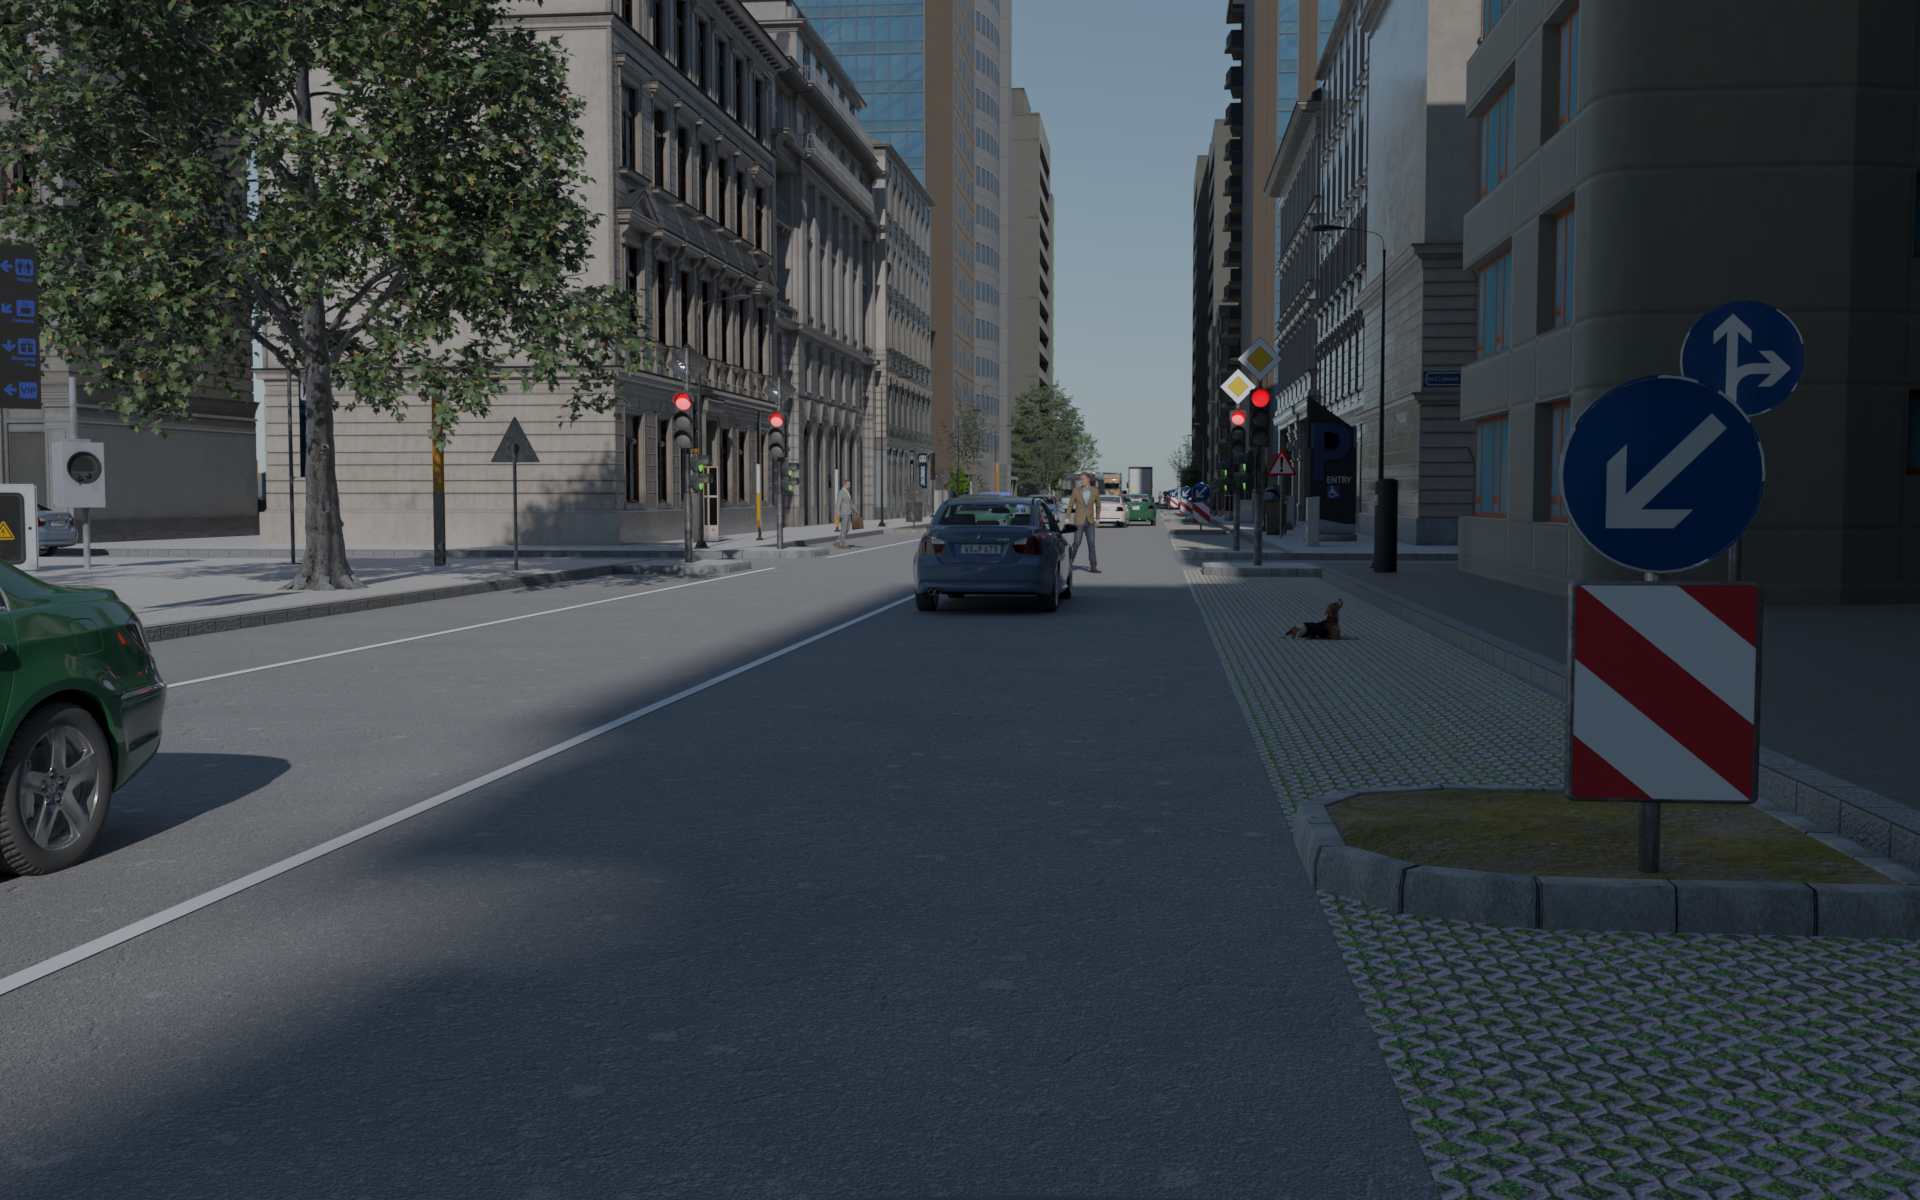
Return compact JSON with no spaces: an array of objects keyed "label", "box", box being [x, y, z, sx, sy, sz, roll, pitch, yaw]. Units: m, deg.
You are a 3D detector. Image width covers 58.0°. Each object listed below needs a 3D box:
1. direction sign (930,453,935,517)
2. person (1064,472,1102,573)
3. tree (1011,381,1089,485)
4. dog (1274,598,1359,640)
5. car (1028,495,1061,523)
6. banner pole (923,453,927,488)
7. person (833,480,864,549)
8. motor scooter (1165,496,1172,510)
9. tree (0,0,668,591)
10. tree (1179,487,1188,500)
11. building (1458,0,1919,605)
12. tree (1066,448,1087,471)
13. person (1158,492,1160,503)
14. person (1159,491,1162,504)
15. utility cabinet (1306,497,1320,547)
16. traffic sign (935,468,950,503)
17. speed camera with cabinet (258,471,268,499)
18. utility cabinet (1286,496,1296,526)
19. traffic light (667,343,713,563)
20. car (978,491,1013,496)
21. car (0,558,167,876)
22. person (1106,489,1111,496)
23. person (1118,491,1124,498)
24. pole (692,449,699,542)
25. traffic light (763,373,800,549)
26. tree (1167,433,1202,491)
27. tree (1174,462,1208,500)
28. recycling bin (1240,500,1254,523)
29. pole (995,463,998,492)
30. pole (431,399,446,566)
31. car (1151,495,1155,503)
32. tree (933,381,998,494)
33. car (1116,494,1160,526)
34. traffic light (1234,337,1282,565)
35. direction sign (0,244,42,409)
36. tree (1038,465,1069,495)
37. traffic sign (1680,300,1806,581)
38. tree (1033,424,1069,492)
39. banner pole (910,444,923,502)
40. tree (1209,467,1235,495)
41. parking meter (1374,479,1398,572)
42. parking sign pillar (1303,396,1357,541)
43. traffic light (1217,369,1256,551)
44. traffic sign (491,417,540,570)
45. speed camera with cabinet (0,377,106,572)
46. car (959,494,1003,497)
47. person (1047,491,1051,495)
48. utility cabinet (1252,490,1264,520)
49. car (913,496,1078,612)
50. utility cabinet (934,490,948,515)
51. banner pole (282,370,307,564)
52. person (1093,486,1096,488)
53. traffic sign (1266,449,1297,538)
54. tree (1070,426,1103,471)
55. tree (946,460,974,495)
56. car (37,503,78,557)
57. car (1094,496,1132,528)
[{"label":"direction sign","box":[-1.496,-6.315,95.249,0.379,3.537,0.876,-1,4,-17]},{"label":"person","box":[2.226,-1.416,31.558,0.656,1.842,0.836,-3,5,-40]},{"label":"tree","box":[9.422,-17.458,192.095,9.857,13.997,8.962,0,3,0]},{"label":"dog","box":[3.507,0.192,17.059,0.550,0.427,0.748,-3,5,-40]},{"label":"car","box":[3.958,-4.453,84.812,2.014,1.417,4.499,0,4,8]},{"label":"banner pole","box":[-2.146,-6.303,93.079,0.863,3.779,0.401,-1,4,-19]},{"label":"person","box":[-2.984,-2.248,45.378,0.853,1.813,0.709,1,4,19]},{"label":"motor scooter","box":[17.967,-8.327,148.930,0.815,1.314,1.986,1,4,8]},{"label":"tree","box":[-8.724,-6.487,23.078,9.611,12.733,9.660,0,3,0]},{"label":"tree","box":[32.983,-15.725,251.699,1.663,3.219,1.824,0,3,0]},{"label":"building","box":[20.525,-10.251,12.649,27.650,21.520,28.899,0,4,6]},{"label":"tree","box":[14.803,-17.171,231.110,4.737,8.622,4.395,0,3,0]},{"label":"person","box":[30.665,-15.736,266.590,0.445,1.727,0.742,0,4,8]},{"label":"person","box":[27.787,-14.138,239.530,0.599,1.838,0.709,2,4,31]},{"label":"utility cabinet","box":[8.658,-1.921,42.568,0.306,1.237,1.020,1,4,9]},{"label":"traffic sign","box":[-0.862,-5.239,85.765,0.768,2.556,0.104,1,4,13]},{"label":"speed camera with cabinet","box":[-27.810,-4.714,71.402,2.038,3.252,0.660,-3,4,-38]},{"label":"utility cabinet","box":[13.214,-3.648,70.803,1.020,1.237,0.306,2,4,24]},{"label":"traffic light","box":[-5.052,-2.649,32.231,0.839,4.253,0.868,0,4,6]},{"label":"car","box":[1.101,-2.804,55.439,1.945,1.707,3.694,0,4,4]},{"label":"car","box":[-4.466,0.396,5.326,2.131,1.459,4.920,0,4,7]},{"label":"person","box":[10.924,-7.213,126.296,0.599,1.838,0.709,3,5,40]},{"label":"person","box":[14.569,-8.978,156.010,1.217,1.743,0.721,0,4,-1]},{"label":"pole","box":[-6.972,-3.181,45.859,0.158,3.312,0.155,0,3,0]},{"label":"traffic light","box":[-4.169,-3.134,40.167,0.839,4.253,0.868,0,4,6]},{"label":"tree","box":[27.131,-15.713,207.261,4.360,8.622,3.978,0,3,0]},{"label":"tree","box":[23.312,-11.690,174.842,4.285,4.588,4.351,0,3,0]},{"label":"recycling bin","box":[12.871,-3.914,76.542,0.722,1.027,0.722,-3,5,-41]},{"label":"pole","box":[2.406,-7.330,113.695,0.158,3.312,0.155,0,3,0]},{"label":"pole","box":[-9.336,-2.273,31.004,0.158,3.312,0.155,0,3,0]},{"label":"car","box":[28.084,-14.992,257.691,1.945,1.354,3.894,0,4,7]},{"label":"tree","box":[0.573,-9.724,109.347,4.360,8.622,3.978,0,3,0]},{"label":"car","box":[8.075,-4.132,79.349,2.131,1.459,4.920,0,4,6]},{"label":"traffic light","box":[5.347,-2.579,31.094,0.839,4.253,0.868,0,4,6]},{"label":"direction sign","box":[-8.807,-1.450,15.704,0.876,3.537,0.379,-3,4,-38]},{"label":"tree","box":[12.128,-13.585,205.832,4.285,4.588,4.351,0,3,0]},{"label":"traffic sign","box":[5.166,-0.698,11.511,0.768,2.556,0.104,1,4,13]},{"label":"tree","box":[9.369,-14.105,180.977,4.360,8.622,3.978,0,3,0]},{"label":"banner pole","box":[-2.349,-5.939,87.116,0.401,3.779,0.863,-2,4,-27]},{"label":"tree","box":[16.673,-7.000,109.043,1.663,3.219,1.824,0,3,0]},{"label":"parking meter","box":[7.002,-1.227,28.466,0.372,1.533,0.369,0,3,0]},{"label":"parking sign pillar","box":[10.173,-3.608,47.467,1.447,3.967,1.447,0,4,-5]},{"label":"traffic light","box":[6.230,-3.065,39.030,0.839,4.253,0.868,0,4,6]},{"label":"traffic sign","box":[-7.487,-1.782,29.147,0.884,2.594,0.081,1,4,12]},{"label":"speed camera with cabinet","box":[-15.359,-2.104,28.733,2.038,3.252,0.660,-3,5,-43]},{"label":"car","box":[0.587,-2.206,47.863,2.131,1.459,4.920,0,4,5]},{"label":"person","box":[6.190,-6.674,119.091,0.593,1.643,0.415,2,4,34]},{"label":"utility cabinet","box":[14.741,-4.649,84.691,1.173,1.500,0.318,-3,5,-40]},{"label":"car","box":[0.492,-0.637,22.419,2.014,1.417,4.499,0,4,7]},{"label":"utility cabinet","box":[-1.104,-5.721,102.220,0.318,1.500,1.173,2,4,28]},{"label":"banner pole","box":[-12.048,-2.555,31.796,0.863,3.779,0.401,-3,4,-39]},{"label":"person","box":[6.359,-4.439,81.165,0.778,1.811,0.616,2,4,30]},{"label":"traffic sign","box":[9.279,-3.058,50.008,0.884,2.594,0.081,1,4,12]},{"label":"tree","box":[17.957,-20.850,266.656,9.928,11.665,9.643,0,3,0]},{"label":"tree","box":[0.047,-6.377,98.861,1.663,3.219,1.824,0,3,0]},{"label":"car","box":[-22.050,-1.622,38.524,4.499,1.417,2.014,0,4,7]},{"label":"car","box":[6.319,-3.806,74.597,2.083,1.381,4.827,0,4,8]}]
